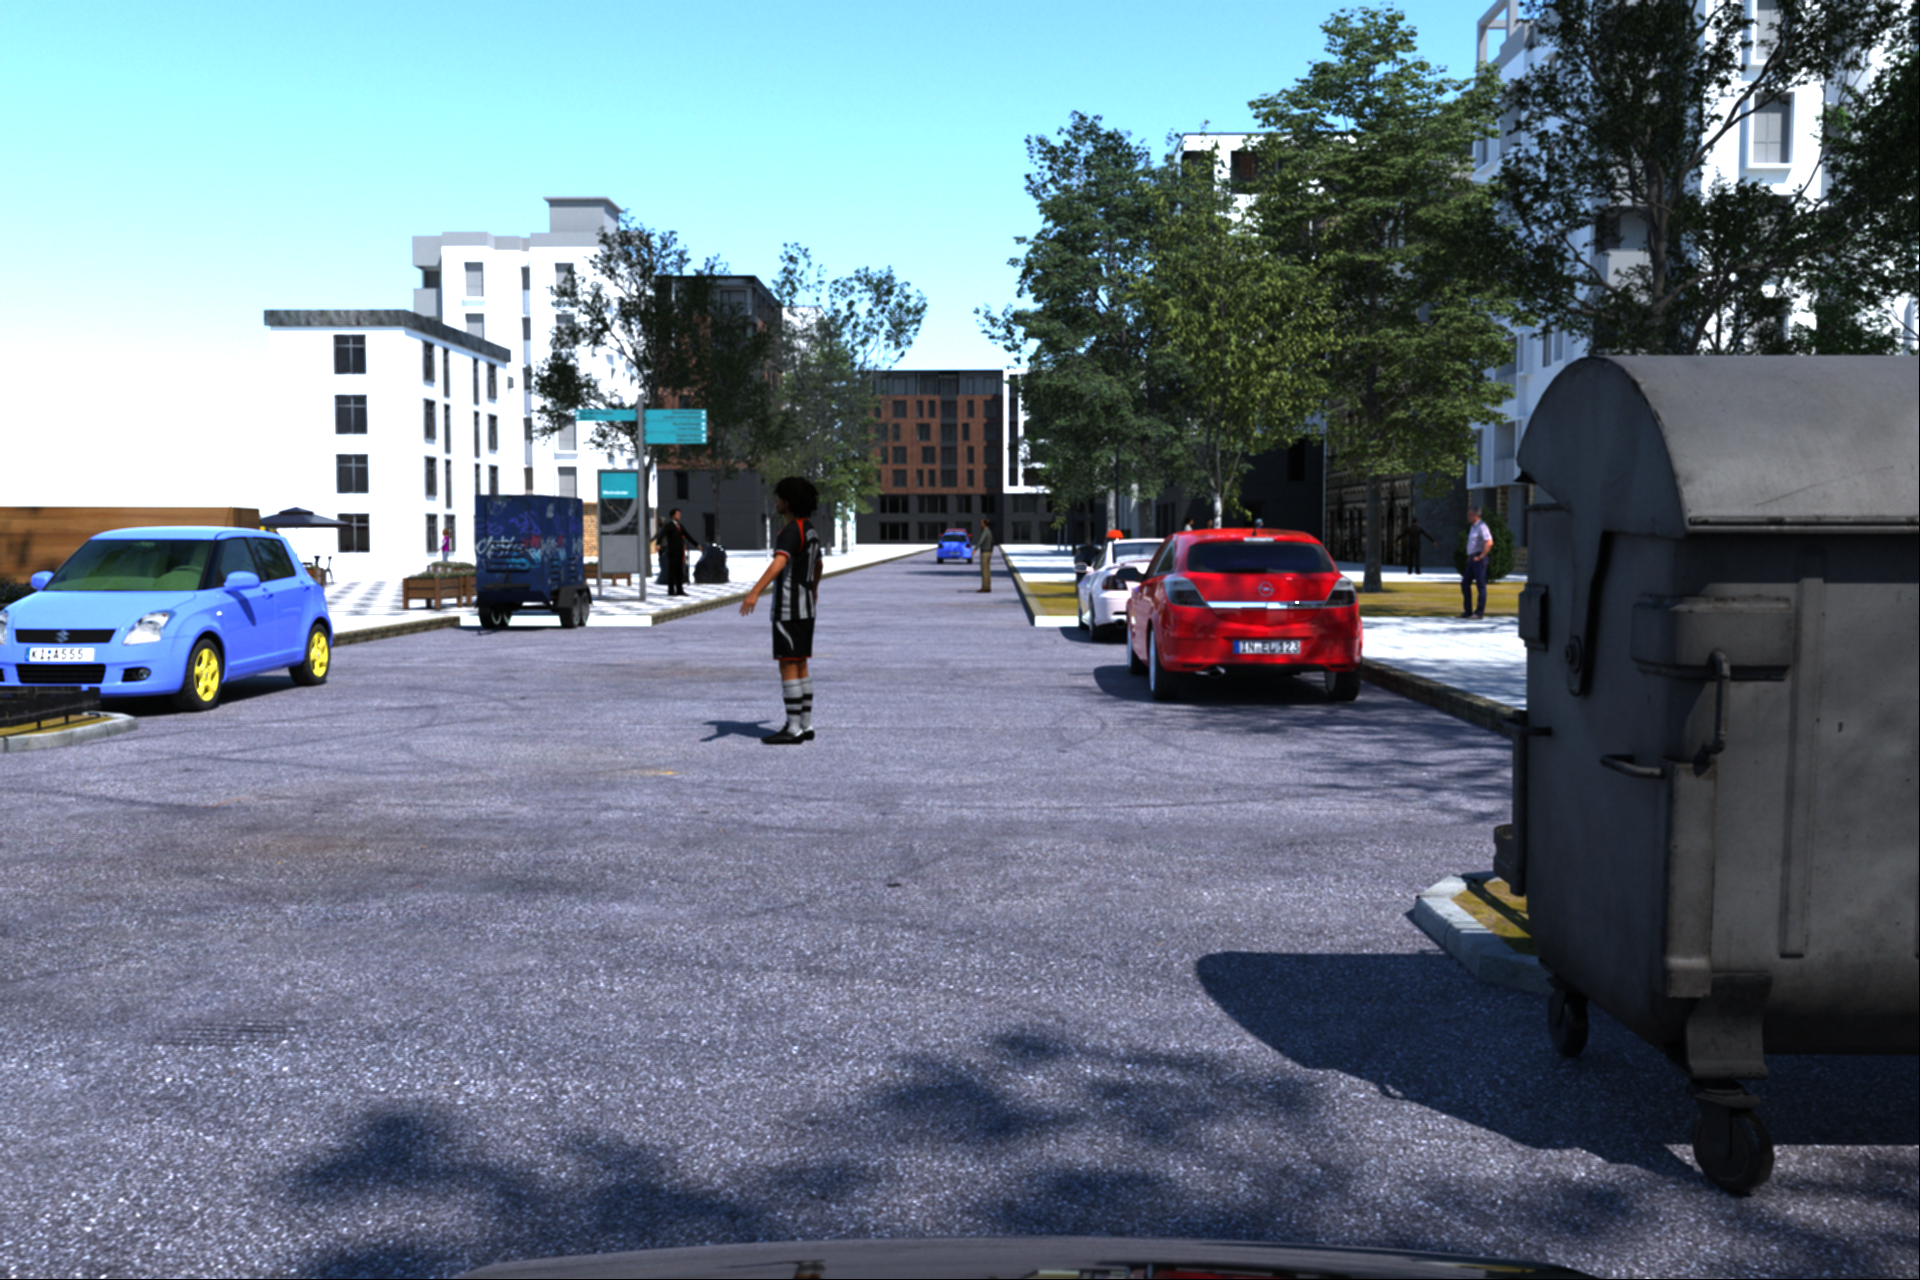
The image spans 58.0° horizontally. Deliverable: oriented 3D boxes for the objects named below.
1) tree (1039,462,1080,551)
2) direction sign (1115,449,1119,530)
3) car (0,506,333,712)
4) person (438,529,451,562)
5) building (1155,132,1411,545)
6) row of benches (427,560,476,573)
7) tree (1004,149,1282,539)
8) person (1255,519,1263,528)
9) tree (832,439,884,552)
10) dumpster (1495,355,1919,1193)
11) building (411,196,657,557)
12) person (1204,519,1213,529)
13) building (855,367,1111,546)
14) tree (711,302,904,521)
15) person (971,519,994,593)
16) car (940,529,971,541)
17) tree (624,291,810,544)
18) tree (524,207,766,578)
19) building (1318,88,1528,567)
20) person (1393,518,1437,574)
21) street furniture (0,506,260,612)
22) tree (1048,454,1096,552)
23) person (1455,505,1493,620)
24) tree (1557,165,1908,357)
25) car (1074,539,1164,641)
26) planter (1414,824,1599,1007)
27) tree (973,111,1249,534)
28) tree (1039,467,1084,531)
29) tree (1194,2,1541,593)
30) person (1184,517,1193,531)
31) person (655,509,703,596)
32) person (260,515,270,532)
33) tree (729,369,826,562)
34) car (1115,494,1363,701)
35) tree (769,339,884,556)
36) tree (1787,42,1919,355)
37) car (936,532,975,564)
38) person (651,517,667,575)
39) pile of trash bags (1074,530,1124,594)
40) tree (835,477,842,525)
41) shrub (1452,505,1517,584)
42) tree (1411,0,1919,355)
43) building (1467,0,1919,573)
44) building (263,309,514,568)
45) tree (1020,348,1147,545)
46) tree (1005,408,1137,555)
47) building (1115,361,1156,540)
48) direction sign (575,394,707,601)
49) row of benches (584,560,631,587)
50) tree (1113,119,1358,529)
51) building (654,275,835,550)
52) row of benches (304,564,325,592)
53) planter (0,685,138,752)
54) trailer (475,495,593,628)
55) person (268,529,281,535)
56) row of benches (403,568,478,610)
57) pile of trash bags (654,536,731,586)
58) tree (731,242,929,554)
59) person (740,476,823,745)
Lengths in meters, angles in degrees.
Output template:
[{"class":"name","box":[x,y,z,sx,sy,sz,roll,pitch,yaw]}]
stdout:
[{"class":"tree","box":[7.848,-11.197,133.436,4.737,8.622,4.395,0,3,0]},{"class":"direction sign","box":[4.197,-3.323,46.334,0.379,3.537,0.876,0,4,2]},{"class":"car","box":[-6.901,-0.337,15.100,1.945,1.707,3.694,0,4,1]},{"class":"person","box":[-15.345,-2.580,51.444,0.599,1.433,0.991,0,4,-5]},{"class":"building","box":[25.566,-15.946,104.696,27.936,21.610,32.646,0,4,1]},{"class":"row of benches","box":[-11.634,-1.485,39.740,1.422,0.672,4.104,-2,4,-24]},{"class":"tree","box":[6.003,-9.163,56.475,9.857,13.997,8.962,0,3,0]},{"class":"person","box":[10.492,-3.336,60.662,0.704,1.817,1.347,-1,4,-12]},{"class":"tree","box":[-7.755,-10.570,123.178,4.360,8.622,3.978,0,3,0]},{"class":"dumpster","box":[2.381,0.244,4.229,1.865,1.857,1.264,0,4,1]},{"class":"building","box":[-24.664,-14.801,98.422,16.016,20.090,11.380,0,4,1]},{"class":"person","box":[8.764,-3.340,60.741,0.704,1.812,1.346,3,5,40]},{"class":"building","box":[3.785,-23.105,224.192,32.646,21.610,27.936,0,4,3]},{"class":"tree","box":[-8.073,-11.077,91.482,12.009,13.543,11.850,0,3,0]},{"class":"person","box":[0.597,-2.067,42.530,0.705,1.796,1.348,1,4,21]},{"class":"car","box":[-0.307,-7.145,125.501,2.281,1.827,5.304,0,4,1]},{"class":"tree","box":[-9.447,-8.012,65.413,8.767,10.594,7.601,2,4,34]},{"class":"tree","box":[-9.433,-7.103,50.539,8.767,10.594,7.601,2,4,35]},{"class":"building","box":[26.875,-14.927,74.982,19.493,23.208,18.063,0,4,1]},{"class":"person","box":[14.465,-2.990,55.115,1.346,1.802,0.704,2,4,23]},{"class":"street furniture","box":[-15.992,-1.343,28.811,9.812,1.723,11.010,-1,4,-10]},{"class":"tree","box":[7.568,-10.791,126.788,4.360,8.622,3.978,0,3,0]},{"class":"person","box":[7.710,-1.163,26.000,0.436,1.711,0.756,0,4,5]},{"class":"tree","box":[19.620,-6.659,43.294,8.767,10.594,7.601,0,4,-1]},{"class":"car","box":[2.682,-0.744,24.521,2.083,1.381,4.827,0,4,1]},{"class":"planter","box":[2.672,0.925,6.024,1.991,0.319,1.994,0,4,1]},{"class":"tree","box":[6.969,-13.486,76.382,12.611,20.169,13.585,0,3,0]},{"class":"tree","box":[7.759,-10.437,121.013,4.737,8.622,4.395,0,3,0]},{"class":"tree","box":[8.958,-7.347,38.243,7.486,12.596,7.792,0,3,0]},{"class":"person","box":[7.217,-2.951,54.436,0.705,1.806,1.347,0,4,2]},{"class":"person","box":[-5.855,-1.811,35.803,0.705,1.806,1.347,2,4,34]},{"class":"person","box":[-16.478,-2.086,40.572,1.216,1.772,0.721,-3,5,-40]},{"class":"tree","box":[-8.896,-7.816,78.160,4.360,8.622,3.978,0,3,0]},{"class":"car","box":[2.577,-0.450,16.396,2.155,1.783,4.494,0,4,1]},{"class":"tree","box":[-8.143,-11.212,101.435,7.486,12.596,7.792,0,3,0]},{"class":"tree","box":[20.107,-6.602,33.702,9.928,11.665,9.643,0,3,0]},{"class":"car","box":[-0.236,-4.579,84.450,1.945,1.707,3.694,0,4,1]},{"class":"person","box":[-9.245,-2.913,53.762,0.705,1.813,1.348,-3,5,-44]},{"class":"pile of trash bags","box":[3.386,-1.672,37.082,1.912,1.369,3.447,0,4,0]},{"class":"tree","box":[-19.147,-19.399,223.836,9.857,13.997,8.962,0,3,0]},{"class":"shrub","box":[13.537,-2.486,44.687,1.661,2.075,1.752,0,3,0]},{"class":"tree","box":[9.393,-5.360,22.041,7.601,10.594,8.767,-1,4,-23]},{"class":"building","box":[23.674,-12.540,61.446,16.016,20.090,11.380,0,4,2]},{"class":"building","box":[-24.928,-8.365,78.917,9.099,9.664,28.070,0,4,1]},{"class":"tree","box":[6.954,-10.404,95.860,9.928,11.665,9.643,0,3,0]},{"class":"tree","box":[7.007,-10.479,105.742,8.767,10.594,7.601,0,3,0]},{"class":"building","box":[25.482,-19.449,184.455,16.747,18.905,31.486,0,4,1]},{"class":"direction sign","box":[-6.068,-2.747,33.673,2.525,3.948,1.411,0,4,2]},{"class":"row of benches","box":[-10.040,-1.710,43.416,4.104,0.672,1.422,2,4,30]},{"class":"tree","box":[4.977,-4.976,31.724,4.737,8.622,4.395,0,3,0]},{"class":"building","box":[-26.396,-18.921,153.340,27.936,21.610,32.646,0,4,1]},{"class":"row of benches","box":[-16.056,-1.362,37.733,4.104,0.672,1.422,0,4,-7]},{"class":"planter","box":[-7.015,0.547,12.204,1.991,0.319,1.994,0,4,1]},{"class":"trailer","box":[-6.541,-1.151,25.865,1.471,1.999,3.904,0,4,1]},{"class":"person","box":[-22.911,-3.149,57.258,0.705,1.858,1.354,3,5,40]},{"class":"row of benches","box":[-8.912,-0.950,31.001,1.422,0.672,4.104,0,4,5]},{"class":"pile of trash bags","box":[-6.963,-2.122,44.448,1.912,1.369,3.447,0,4,1]},{"class":"tree","box":[-8.755,-15.761,113.583,12.611,20.169,13.585,0,3,0]},{"class":"person","box":[-1.169,-0.202,11.911,0.704,1.843,1.345,1,4,14]}]
